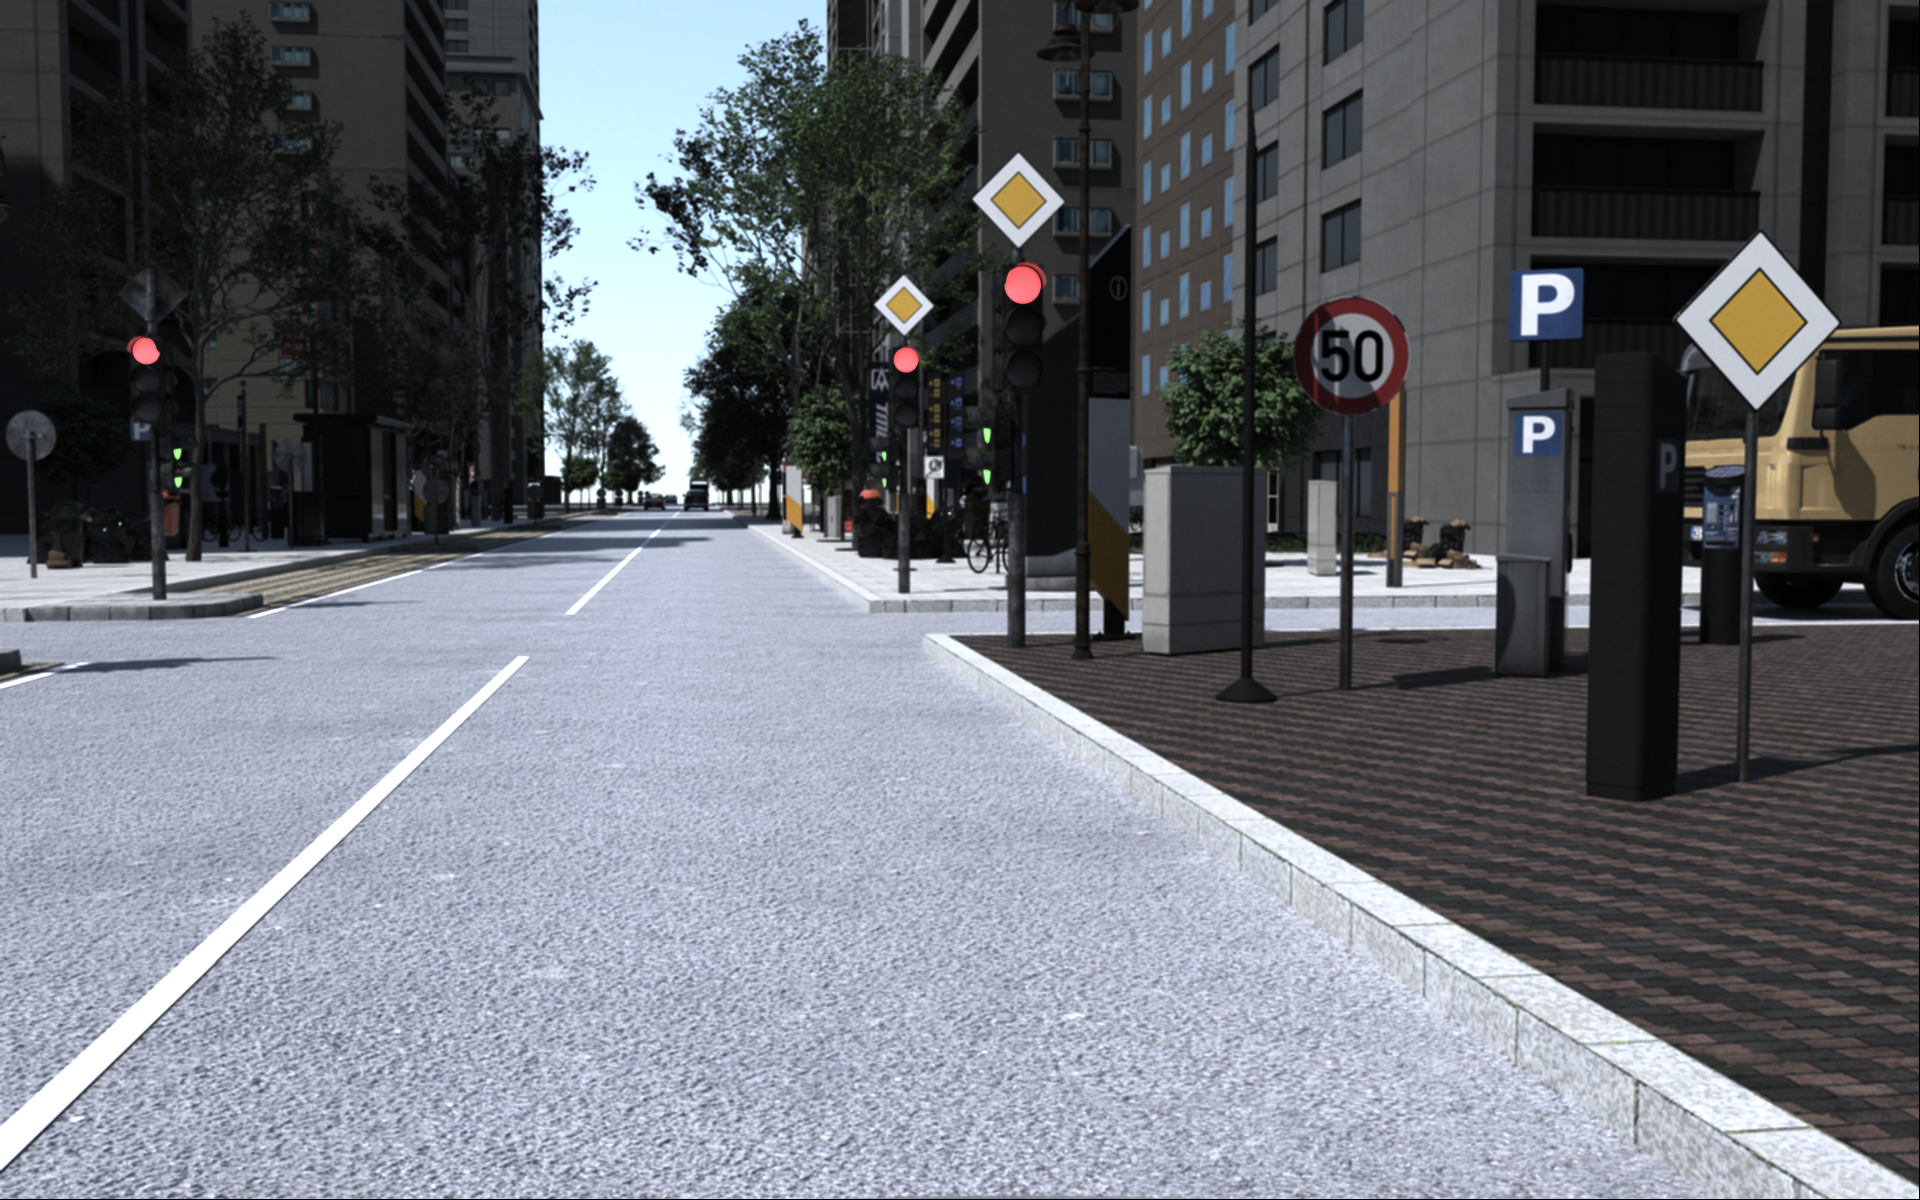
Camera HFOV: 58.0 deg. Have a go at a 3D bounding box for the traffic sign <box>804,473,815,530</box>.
[{"bbox_3d":[-5.135,-3.714,60.728,0.884,2.594,0.081,0,4,1],"label":"traffic sign"}]

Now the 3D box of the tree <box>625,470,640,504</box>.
[{"bbox_3d":[-39.134,-12.956,195.549,4.285,4.588,4.351,0,3,0],"label":"tree"}]

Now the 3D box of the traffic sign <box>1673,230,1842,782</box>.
[{"bbox_3d":[3.494,-0.397,7.670,0.795,2.450,0.064,0,4,-8],"label":"traffic sign"}]

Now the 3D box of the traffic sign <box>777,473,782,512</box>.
[{"bbox_3d":[-9.941,-5.826,95.358,0.768,2.556,0.104,0,4,-8],"label":"traffic sign"}]

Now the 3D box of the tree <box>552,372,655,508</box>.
[{"bbox_3d":[-34.250,-15.580,165.103,12.009,13.543,11.850,0,3,0],"label":"tree"}]

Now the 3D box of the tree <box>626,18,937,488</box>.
[{"bbox_3d":[-7.417,-13.205,71.793,12.611,20.169,13.585,0,3,0],"label":"tree"}]

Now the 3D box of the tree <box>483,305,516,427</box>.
[{"bbox_3d":[-18.198,-6.870,62.683,4.360,8.622,3.978,0,3,0],"label":"tree"}]

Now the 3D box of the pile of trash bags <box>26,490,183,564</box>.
[{"bbox_3d":[-16.124,-1.441,33.308,1.912,1.369,3.447,1,4,8],"label":"pile of trash bags"}]

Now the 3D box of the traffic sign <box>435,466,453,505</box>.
[{"bbox_3d":[-20.202,-4.129,67.515,0.884,2.594,0.081,0,4,-6],"label":"traffic sign"}]

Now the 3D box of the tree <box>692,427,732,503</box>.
[{"bbox_3d":[-26.764,-17.142,198.391,7.486,12.596,7.792,0,3,0],"label":"tree"}]

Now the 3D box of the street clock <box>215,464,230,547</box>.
[{"bbox_3d":[-17.843,-2.284,41.916,0.358,2.002,0.471,-1,4,-15],"label":"street clock"}]

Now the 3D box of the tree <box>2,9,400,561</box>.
[{"bbox_3d":[-14.304,-6.020,32.844,7.601,10.594,8.767,-1,4,-20],"label":"tree"}]

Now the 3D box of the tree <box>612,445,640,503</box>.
[{"bbox_3d":[-46.503,-17.806,241.486,4.360,8.622,3.978,0,3,0],"label":"tree"}]

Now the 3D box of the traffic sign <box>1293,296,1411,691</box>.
[{"bbox_3d":[2.520,-0.681,11.247,0.768,2.556,0.104,0,4,-3],"label":"traffic sign"}]

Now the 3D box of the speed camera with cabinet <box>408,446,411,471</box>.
[{"bbox_3d":[-23.032,-4.780,72.492,0.660,3.252,2.038,0,4,-4],"label":"speed camera with cabinet"}]

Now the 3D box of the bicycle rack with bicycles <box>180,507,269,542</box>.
[{"bbox_3d":[-20.437,-2.023,46.452,2.925,0.926,2.852,2,4,29],"label":"bicycle rack with bicycles"}]

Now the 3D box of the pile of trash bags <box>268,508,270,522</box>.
[{"bbox_3d":[-31.850,-4.248,79.204,3.447,1.369,1.912,-2,4,-24],"label":"pile of trash bags"}]

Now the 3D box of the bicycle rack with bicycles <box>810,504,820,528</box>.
[{"bbox_3d":[-4.303,-3.185,65.459,2.852,0.926,2.925,1,4,19],"label":"bicycle rack with bicycles"}]

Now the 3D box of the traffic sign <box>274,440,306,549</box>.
[{"bbox_3d":[-15.748,-2.484,40.715,0.768,2.556,0.104,0,4,0],"label":"traffic sign"}]

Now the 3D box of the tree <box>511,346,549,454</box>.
[{"bbox_3d":[-25.667,-11.471,113.298,9.928,11.665,9.643,0,3,0],"label":"tree"}]

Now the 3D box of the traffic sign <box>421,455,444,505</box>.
[{"bbox_3d":[-17.346,-3.476,56.936,0.768,2.556,0.104,0,4,1],"label":"traffic sign"}]

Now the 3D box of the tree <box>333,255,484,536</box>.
[{"bbox_3d":[-17.006,-6.284,53.113,4.360,8.622,3.978,0,3,0],"label":"tree"}]

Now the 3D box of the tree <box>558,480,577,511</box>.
[{"bbox_3d":[-29.987,-8.422,132.300,1.663,3.219,1.824,0,3,0],"label":"tree"}]

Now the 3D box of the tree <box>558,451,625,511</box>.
[{"bbox_3d":[-28.111,-8.829,128.062,4.285,4.588,4.351,0,3,0],"label":"tree"}]

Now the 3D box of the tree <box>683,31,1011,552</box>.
[{"bbox_3d":[-2.318,-6.923,38.951,9.928,11.665,9.643,0,3,0],"label":"tree"}]

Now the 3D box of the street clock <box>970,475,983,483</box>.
[{"bbox_3d":[0.629,-3.739,65.703,0.471,2.002,0.358,0,4,-7],"label":"street clock"}]

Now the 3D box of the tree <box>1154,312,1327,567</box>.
[{"bbox_3d":[5.008,-2.877,30.759,4.285,4.588,4.351,0,3,0],"label":"tree"}]

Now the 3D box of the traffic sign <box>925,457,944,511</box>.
[{"bbox_3d":[-0.672,-2.747,47.040,0.606,2.300,0.079,0,4,-6],"label":"traffic sign"}]

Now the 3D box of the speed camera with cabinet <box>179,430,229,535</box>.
[{"bbox_3d":[-23.305,-3.564,52.612,0.660,3.252,2.038,3,4,36],"label":"speed camera with cabinet"}]

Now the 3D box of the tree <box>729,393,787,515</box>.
[{"bbox_3d":[-11.924,-9.397,104.000,4.360,8.622,3.978,0,3,0],"label":"tree"}]

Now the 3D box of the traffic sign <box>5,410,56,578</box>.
[{"bbox_3d":[-14.113,-1.603,26.317,0.768,2.556,0.104,0,4,0],"label":"traffic sign"}]

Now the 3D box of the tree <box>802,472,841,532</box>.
[{"bbox_3d":[-4.799,-3.973,59.552,1.663,3.219,1.824,0,3,0],"label":"tree"}]

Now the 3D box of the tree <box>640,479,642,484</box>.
[{"bbox_3d":[-43.976,-15.115,230.849,4.285,4.588,4.351,0,3,0],"label":"tree"}]

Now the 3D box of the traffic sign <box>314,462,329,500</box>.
[{"bbox_3d":[-19.696,-3.308,54.084,0.884,2.594,0.081,0,4,-8],"label":"traffic sign"}]

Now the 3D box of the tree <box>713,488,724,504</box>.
[{"bbox_3d":[-29.972,-16.483,219.867,4.737,8.622,4.395,0,3,0],"label":"tree"}]

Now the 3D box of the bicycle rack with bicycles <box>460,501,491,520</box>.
[{"bbox_3d":[-24.429,-4.480,86.636,2.925,0.926,2.852,-3,4,-36],"label":"bicycle rack with bicycles"}]

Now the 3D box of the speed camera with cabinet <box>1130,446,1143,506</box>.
[{"bbox_3d":[3.774,-2.411,33.753,2.038,3.252,0.660,-1,4,-20],"label":"speed camera with cabinet"}]

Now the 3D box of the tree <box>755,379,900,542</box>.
[{"bbox_3d":[-3.153,-3.853,46.716,4.285,4.588,4.351,0,3,0],"label":"tree"}]

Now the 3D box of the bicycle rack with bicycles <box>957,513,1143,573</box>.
[{"bbox_3d":[1.769,-0.860,27.450,2.852,0.926,2.925,-2,4,-28],"label":"bicycle rack with bicycles"}]

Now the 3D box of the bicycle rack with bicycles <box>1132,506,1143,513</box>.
[{"bbox_3d":[7.172,-2.666,56.966,2.852,0.926,2.925,1,4,17],"label":"bicycle rack with bicycles"}]

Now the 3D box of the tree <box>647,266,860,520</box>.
[{"bbox_3d":[-9.371,-10.411,87.231,9.611,12.733,9.660,0,3,0],"label":"tree"}]

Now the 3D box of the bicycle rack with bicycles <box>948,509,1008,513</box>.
[{"bbox_3d":[0.631,-1.718,41.464,2.852,0.926,2.925,-1,4,-14],"label":"bicycle rack with bicycles"}]

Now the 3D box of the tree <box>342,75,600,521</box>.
[{"bbox_3d":[-23.046,-13.784,81.263,12.611,20.169,13.585,0,3,0],"label":"tree"}]

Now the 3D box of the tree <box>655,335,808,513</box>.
[{"bbox_3d":[-13.860,-12.547,115.515,12.009,13.543,11.850,0,3,0],"label":"tree"}]

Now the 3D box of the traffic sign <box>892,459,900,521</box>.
[{"bbox_3d":[-2.294,-3.656,59.889,0.768,2.556,0.104,0,4,-1],"label":"traffic sign"}]

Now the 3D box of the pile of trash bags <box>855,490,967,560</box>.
[{"bbox_3d":[-1.283,-1.574,35.485,1.912,1.369,3.447,-2,4,-27],"label":"pile of trash bags"}]

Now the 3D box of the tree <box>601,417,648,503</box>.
[{"bbox_3d":[-47.810,-20.450,251.367,9.611,12.733,9.660,0,3,0],"label":"tree"}]

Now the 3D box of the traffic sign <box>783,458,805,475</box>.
[{"bbox_3d":[-5.120,-3.297,54.005,0.768,2.556,0.104,0,4,-1],"label":"traffic sign"}]

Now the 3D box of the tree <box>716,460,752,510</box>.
[{"bbox_3d":[-18.222,-9.783,143.663,4.285,4.588,4.351,0,3,0],"label":"tree"}]
